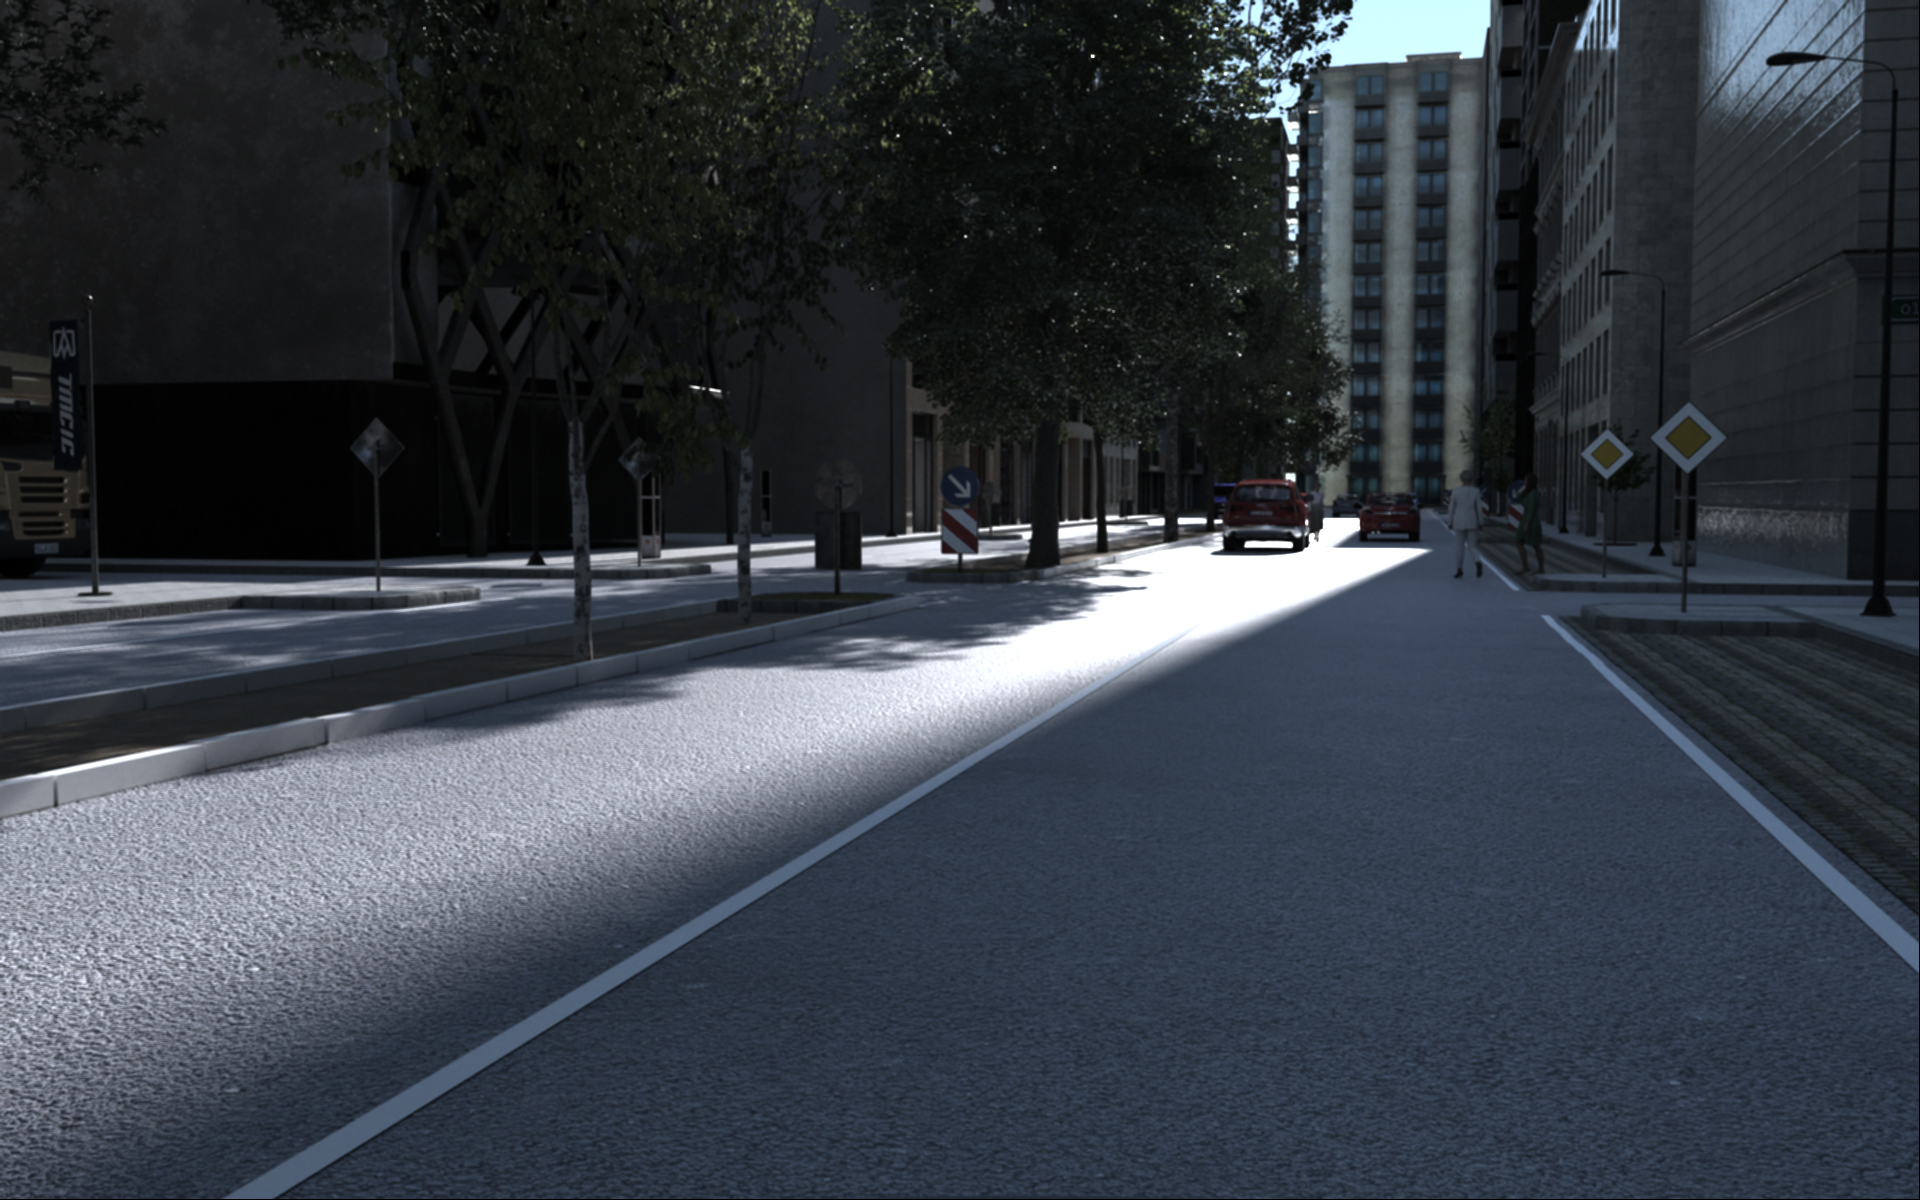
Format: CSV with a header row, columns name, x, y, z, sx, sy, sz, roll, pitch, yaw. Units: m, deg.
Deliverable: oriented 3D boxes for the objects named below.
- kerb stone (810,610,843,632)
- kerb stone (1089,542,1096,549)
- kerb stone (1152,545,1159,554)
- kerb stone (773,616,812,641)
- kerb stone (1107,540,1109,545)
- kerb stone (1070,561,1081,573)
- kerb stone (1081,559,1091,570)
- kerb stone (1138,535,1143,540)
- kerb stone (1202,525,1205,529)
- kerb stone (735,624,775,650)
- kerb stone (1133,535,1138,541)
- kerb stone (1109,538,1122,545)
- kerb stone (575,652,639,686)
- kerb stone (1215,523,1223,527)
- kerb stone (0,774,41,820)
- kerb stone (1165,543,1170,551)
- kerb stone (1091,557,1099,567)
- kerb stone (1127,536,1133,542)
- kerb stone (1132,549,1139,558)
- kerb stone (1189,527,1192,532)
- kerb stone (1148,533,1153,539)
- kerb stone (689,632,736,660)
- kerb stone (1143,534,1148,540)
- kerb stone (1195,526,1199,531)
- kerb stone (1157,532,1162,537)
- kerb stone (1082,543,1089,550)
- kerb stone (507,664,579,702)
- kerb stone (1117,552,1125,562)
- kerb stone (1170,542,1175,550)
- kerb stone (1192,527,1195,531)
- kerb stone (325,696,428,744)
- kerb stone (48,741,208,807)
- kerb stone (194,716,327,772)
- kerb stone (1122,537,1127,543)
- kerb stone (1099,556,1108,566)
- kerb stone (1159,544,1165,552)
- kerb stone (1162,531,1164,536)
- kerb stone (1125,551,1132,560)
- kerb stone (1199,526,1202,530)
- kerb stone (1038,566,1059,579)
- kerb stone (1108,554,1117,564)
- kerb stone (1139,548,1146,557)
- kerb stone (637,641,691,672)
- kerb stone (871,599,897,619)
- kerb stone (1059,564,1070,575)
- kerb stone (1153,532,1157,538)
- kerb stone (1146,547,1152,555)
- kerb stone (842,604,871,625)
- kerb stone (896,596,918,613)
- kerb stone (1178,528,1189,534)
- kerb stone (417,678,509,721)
name,x,y,z,sx,sy,sz,roll,pitch,yaw
kerb stone,-1.488,0.237,18.356,0.120,0.150,1.000,1,4,15
kerb stone,3.331,-1.407,45.201,0.120,0.150,1.000,1,4,15
kerb stone,4.593,-1.193,41.702,0.120,0.150,1.000,1,4,15
kerb stone,-1.738,0.295,17.365,0.120,0.150,1.000,1,4,15
kerb stone,3.855,-1.526,47.185,0.120,0.150,1.000,1,4,15
kerb stone,2.018,-0.578,31.789,0.120,0.150,1.000,1,4,15
kerb stone,2.277,-0.647,32.778,0.120,0.150,1.000,1,4,15
kerb stone,5.410,-1.891,53.149,0.120,0.150,1.000,1,4,15
kerb stone,9.544,-2.864,69.047,0.120,0.150,1.000,1,4,15
kerb stone,-2.005,0.360,16.377,0.120,0.150,1.000,1,4,15
kerb stone,5.147,-1.832,52.156,0.120,0.150,1.000,1,4,15
kerb stone,4.380,-1.644,49.181,0.120,0.150,1.000,1,4,15
kerb stone,-2.776,0.538,13.403,0.120,0.150,1.000,1,4,15
kerb stone,11.345,-3.289,76.000,0.120,0.150,1.000,1,4,15
kerb stone,-4.324,0.905,7.444,0.120,0.150,1.000,1,4,15
kerb stone,5.111,-1.314,43.687,0.120,0.150,1.000,1,4,15
kerb stone,2.519,-0.708,33.775,0.120,0.150,1.000,1,4,15
kerb stone,4.901,-1.772,51.163,0.120,0.150,1.000,1,4,15
kerb stone,3.817,-1.008,38.725,0.120,0.150,1.000,1,4,15
kerb stone,8.513,-2.617,65.081,0.120,0.150,1.000,1,4,15
kerb stone,5.926,-2.012,55.129,0.120,0.150,1.000,1,4,15
kerb stone,-2.254,0.417,15.383,0.120,0.150,1.000,1,4,15
kerb stone,5.663,-1.954,54.139,0.120,0.150,1.000,1,4,15
kerb stone,9.025,-2.742,67.063,0.120,0.150,1.000,1,4,15
kerb stone,6.434,-2.136,57.115,0.120,0.150,1.000,1,4,15
kerb stone,3.074,-1.342,44.206,0.120,0.150,1.000,1,4,15
kerb stone,-3.036,0.601,12.405,0.120,0.150,1.000,1,4,15
kerb stone,3.313,-0.887,36.743,0.120,0.150,1.000,1,4,15
kerb stone,5.364,-1.375,44.677,0.120,0.150,1.000,1,4,15
kerb stone,8.766,-2.684,66.074,0.120,0.150,1.000,1,4,15
kerb stone,-3.546,0.728,10.414,0.120,0.150,1.000,1,4,15
kerb stone,-4.065,0.846,8.433,0.120,0.150,1.000,1,4,15
kerb stone,-3.813,0.781,9.427,0.120,0.150,1.000,1,4,15
kerb stone,4.626,-1.711,50.174,0.120,0.150,1.000,1,4,15
kerb stone,2.785,-0.767,34.763,0.120,0.150,1.000,1,4,15
kerb stone,4.855,-1.254,42.697,0.120,0.150,1.000,1,4,15
kerb stone,6.697,-2.197,58.110,0.120,0.150,1.000,1,4,15
kerb stone,3.559,-0.950,37.736,0.120,0.150,1.000,1,4,15
kerb stone,9.279,-2.801,68.054,0.120,0.150,1.000,1,4,15
kerb stone,1.495,-0.461,29.795,0.120,0.150,1.000,1,4,15
kerb stone,3.039,-0.830,35.758,0.120,0.150,1.000,1,4,15
kerb stone,4.076,-1.072,39.724,0.120,0.150,1.000,1,4,15
kerb stone,-2.513,0.480,14.394,0.120,0.150,1.000,1,4,15
kerb stone,-0.968,0.116,20.336,0.120,0.150,1.000,1,4,15
kerb stone,1.755,-0.526,30.792,0.120,0.150,1.000,1,4,15
kerb stone,6.184,-2.075,56.124,0.120,0.150,1.000,1,4,15
kerb stone,4.332,-1.129,40.714,0.120,0.150,1.000,1,4,15
kerb stone,-1.227,0.174,19.344,0.120,0.150,1.000,1,4,15
kerb stone,-0.713,0.053,21.325,0.120,0.150,1.000,1,4,15
kerb stone,8.248,-2.562,64.080,0.120,0.150,1.000,1,4,15
kerb stone,-3.295,0.660,11.406,0.120,0.150,1.000,1,4,15
